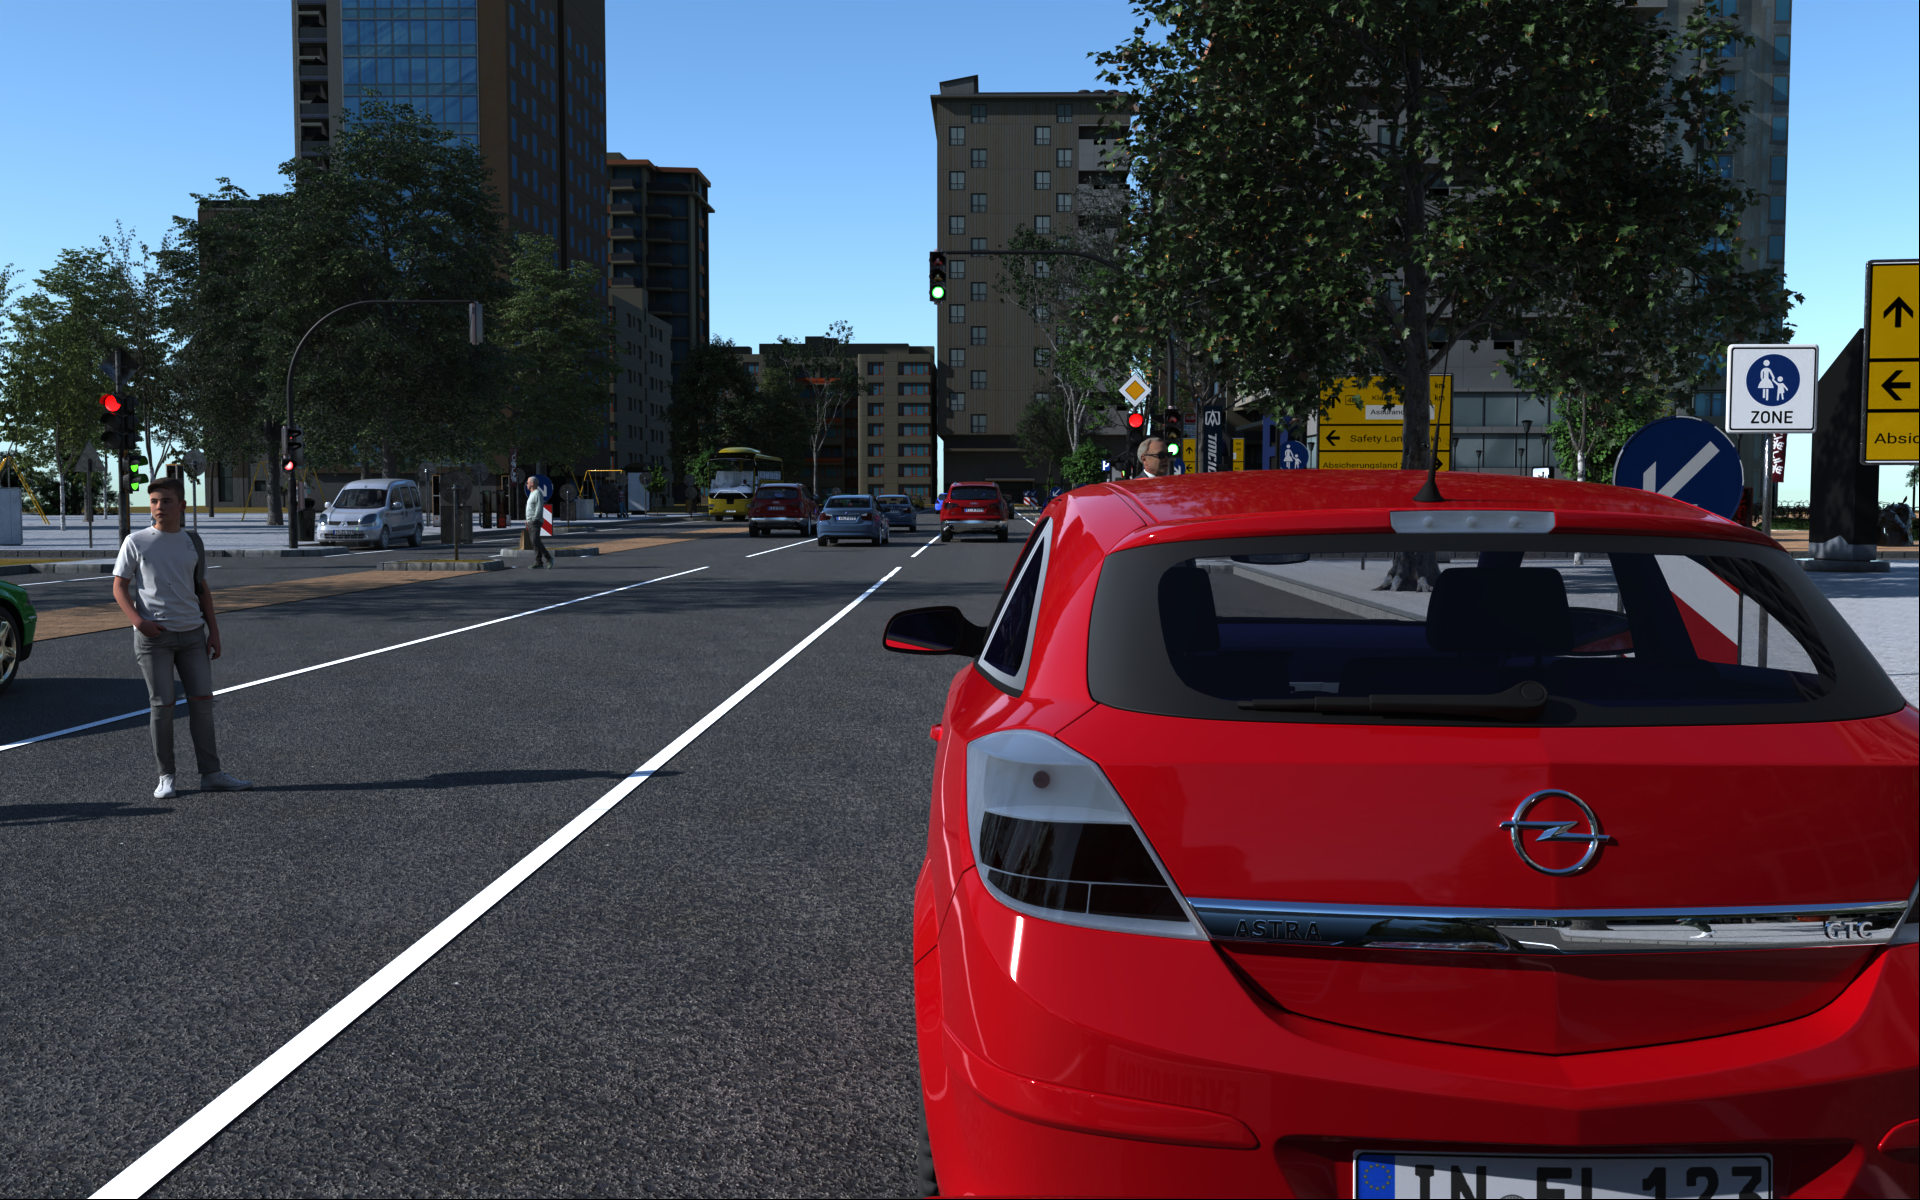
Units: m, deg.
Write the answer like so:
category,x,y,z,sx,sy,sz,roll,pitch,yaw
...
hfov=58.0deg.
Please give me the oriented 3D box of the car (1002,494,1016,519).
category,x,y,z,sx,sy,sz,roll,pitch,yaw
car,2.203,-5.464,99.129,2.009,1.686,4.222,0,4,0

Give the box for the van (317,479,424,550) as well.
category,x,y,z,sx,sy,sz,roll,pitch,yaw
van,-15.550,-2.369,45.748,2.013,2.044,4.112,0,4,1

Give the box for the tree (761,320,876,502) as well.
category,x,y,z,sx,sy,sz,roll,pitch,yaw
tree,-14.141,-20.247,186.931,12.611,20.169,13.585,0,3,0

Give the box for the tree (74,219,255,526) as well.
category,x,y,z,sx,sy,sz,roll,pitch,yaw
tree,-21.863,-5.927,47.262,4.360,8.622,3.978,0,3,0

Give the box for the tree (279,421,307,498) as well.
category,x,y,z,sx,sy,sz,roll,pitch,yaw
tree,-40.549,-9.546,106.446,4.737,8.622,4.395,0,3,0

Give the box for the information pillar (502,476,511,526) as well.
category,x,y,z,sx,sy,sz,roll,pitch,yaw
information pillar,-18.102,-3.950,69.072,0.304,2.012,0.304,-1,4,-10

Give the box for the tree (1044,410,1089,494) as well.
category,x,y,z,sx,sy,sz,roll,pitch,yaw
tree,9.230,-12.292,151.338,4.737,8.622,4.395,0,3,0

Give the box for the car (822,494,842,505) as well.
category,x,y,z,sx,sy,sz,roll,pitch,yaw
car,-10.831,-8.558,148.712,1.959,1.807,4.718,0,4,0

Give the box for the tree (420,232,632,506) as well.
category,x,y,z,sx,sy,sz,roll,pitch,yaw
tree,-18.364,-9.662,76.097,7.486,12.596,7.792,0,3,0

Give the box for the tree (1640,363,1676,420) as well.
category,x,y,z,sx,sy,sz,roll,pitch,yaw
tree,35.998,-8.602,91.012,4.737,8.622,4.395,0,3,0

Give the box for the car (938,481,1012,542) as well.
category,x,y,z,sx,sy,sz,roll,pitch,yaw
car,0.455,-2.723,53.188,2.281,1.827,5.304,0,4,1

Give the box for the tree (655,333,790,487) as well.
category,x,y,z,sx,sy,sz,roll,pitch,yaw
tree,-17.404,-12.651,123.844,9.611,12.733,9.660,0,3,0

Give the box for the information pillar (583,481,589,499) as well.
category,x,y,z,sx,sy,sz,roll,pitch,yaw
information pillar,-20.424,-5.504,94.486,0.304,2.012,0.304,-1,4,-10

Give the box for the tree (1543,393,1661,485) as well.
category,x,y,z,sx,sy,sz,roll,pitch,yaw
tree,17.410,-3.859,46.816,4.285,4.588,4.351,0,3,0

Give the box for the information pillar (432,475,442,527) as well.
category,x,y,z,sx,sy,sz,roll,pitch,yaw
information pillar,-20.296,-3.836,67.215,0.304,2.012,0.304,-1,4,-9

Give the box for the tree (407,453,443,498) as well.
category,x,y,z,sx,sy,sz,roll,pitch,yaw
tree,-35.441,-9.977,113.486,4.737,8.622,4.395,0,3,0

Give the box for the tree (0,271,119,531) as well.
category,x,y,z,sx,sy,sz,roll,pitch,yaw
tree,-31.088,-6.724,60.301,4.737,8.622,4.395,0,3,0

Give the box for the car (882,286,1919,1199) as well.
category,x,y,z,sx,sy,sz,roll,pitch,yaw
car,0.845,0.280,4.460,2.155,1.783,4.494,0,4,1

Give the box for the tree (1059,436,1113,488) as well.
category,x,y,z,sx,sy,sz,roll,pitch,yaw
tree,7.395,-6.984,97.909,4.285,4.588,4.351,0,3,0

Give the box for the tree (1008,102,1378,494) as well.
category,x,y,z,sx,sy,sz,roll,pitch,yaw
tree,7.127,-8.565,50.410,12.009,13.543,11.850,0,3,0

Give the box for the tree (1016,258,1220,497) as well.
category,x,y,z,sx,sy,sz,roll,pitch,yaw
tree,7.462,-8.889,71.095,9.928,11.665,9.643,0,3,0

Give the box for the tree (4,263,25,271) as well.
category,x,y,z,sx,sy,sz,roll,pitch,yaw
tree,-30.199,-6.379,54.654,4.737,8.622,4.395,0,3,0

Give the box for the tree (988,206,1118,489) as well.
category,x,y,z,sx,sy,sz,roll,pitch,yaw
tree,8.851,-15.633,111.496,12.611,20.169,13.585,0,3,0

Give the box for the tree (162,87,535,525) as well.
category,x,y,z,sx,sy,sz,roll,pitch,yaw
tree,-18.628,-9.156,56.353,9.857,13.997,8.962,0,3,0

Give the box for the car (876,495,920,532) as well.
category,x,y,z,sx,sy,sz,roll,pitch,yaw
car,-2.550,-3.327,66.405,2.014,1.417,4.499,0,4,-1

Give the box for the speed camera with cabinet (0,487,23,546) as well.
category,x,y,z,sx,sy,sz,roll,pitch,yaw
speed camera with cabinet,-24.380,-2.962,42.772,2.038,3.252,0.660,-3,4,-36

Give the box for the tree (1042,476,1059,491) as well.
category,x,y,z,sx,sy,sz,roll,pitch,yaw
tree,9.734,-11.516,182.893,1.663,3.219,1.824,0,3,0

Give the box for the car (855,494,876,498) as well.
category,x,y,z,sx,sy,sz,roll,pitch,yaw
car,-5.759,-5.783,104.341,2.009,1.686,4.222,0,4,2

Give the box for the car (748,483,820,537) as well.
category,x,y,z,sx,sy,sz,roll,pitch,yaw
car,-6.019,-3.109,59.498,2.281,1.827,5.304,0,4,1

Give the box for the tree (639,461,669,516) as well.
category,x,y,z,sx,sy,sz,roll,pitch,yaw
tree,-17.720,-6.530,101.362,1.663,3.219,1.824,0,3,0

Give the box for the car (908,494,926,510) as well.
category,x,y,z,sx,sy,sz,roll,pitch,yaw
car,-4.179,-9.137,159.615,2.015,1.641,3.980,0,4,1

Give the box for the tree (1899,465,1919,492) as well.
category,x,y,z,sx,sy,sz,roll,pitch,yaw
tree,61.464,-8.556,102.799,11.467,7.101,20.602,1,4,11

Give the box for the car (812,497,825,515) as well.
category,x,y,z,sx,sy,sz,roll,pitch,yaw
car,-6.722,-3.734,73.627,1.945,1.354,3.894,0,4,0

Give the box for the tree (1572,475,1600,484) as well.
category,x,y,z,sx,sy,sz,roll,pitch,yaw
tree,21.528,-3.960,59.353,1.663,3.219,1.824,0,3,0

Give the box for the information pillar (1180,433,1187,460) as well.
category,x,y,z,sx,sy,sz,roll,pitch,yaw
information pillar,8.467,-4.579,66.228,0.504,3.616,0.183,-1,4,-23

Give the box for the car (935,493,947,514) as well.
category,x,y,z,sx,sy,sz,roll,pitch,yaw
car,-0.865,-6.982,123.753,1.945,1.707,3.694,0,4,2

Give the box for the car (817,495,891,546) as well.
category,x,y,z,sx,sy,sz,roll,pitch,yaw
car,-2.989,-2.251,48.814,2.014,1.417,4.499,0,4,2

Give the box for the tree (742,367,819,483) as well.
category,x,y,z,sx,sy,sz,roll,pitch,yaw
tree,-16.514,-14.510,155.363,7.486,12.596,7.792,0,3,0

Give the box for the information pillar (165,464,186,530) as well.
category,x,y,z,sx,sy,sz,roll,pitch,yaw
information pillar,-19.361,-2.341,42.763,0.304,2.012,0.304,1,4,8

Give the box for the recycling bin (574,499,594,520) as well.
category,x,y,z,sx,sy,sz,roll,pitch,yaw
recycling bin,-18.635,-4.484,85.873,0.722,1.027,0.722,1,4,19

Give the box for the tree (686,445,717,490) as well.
category,x,y,z,sx,sy,sz,roll,pitch,yaw
tree,-16.343,-8.021,114.862,4.285,4.588,4.351,0,3,0

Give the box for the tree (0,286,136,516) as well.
category,x,y,z,sx,sy,sz,roll,pitch,yaw
tree,-60.625,-12.607,107.947,18.604,14.587,13.155,-1,4,-10

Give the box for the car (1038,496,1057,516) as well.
category,x,y,z,sx,sy,sz,roll,pitch,yaw
car,4.584,-4.140,80.275,1.945,1.354,3.894,0,4,3

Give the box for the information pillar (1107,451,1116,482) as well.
category,x,y,z,sx,sy,sz,roll,pitch,yaw
information pillar,8.208,-6.281,94.043,0.504,3.616,0.183,1,4,19

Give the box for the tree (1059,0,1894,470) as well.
category,x,y,z,sx,sy,sz,roll,pitch,yaw
tree,5.967,-6.469,22.771,9.611,12.733,9.660,0,3,0

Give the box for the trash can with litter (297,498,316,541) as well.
category,x,y,z,sx,sy,sz,roll,pitch,yaw
trash can with litter,-17.922,-2.186,47.123,0.624,1.170,1.055,-2,4,-35

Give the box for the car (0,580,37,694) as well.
category,x,y,z,sx,sy,sz,roll,pitch,yaw
car,-7.734,-0.126,10.852,1.959,1.807,4.718,0,4,3
